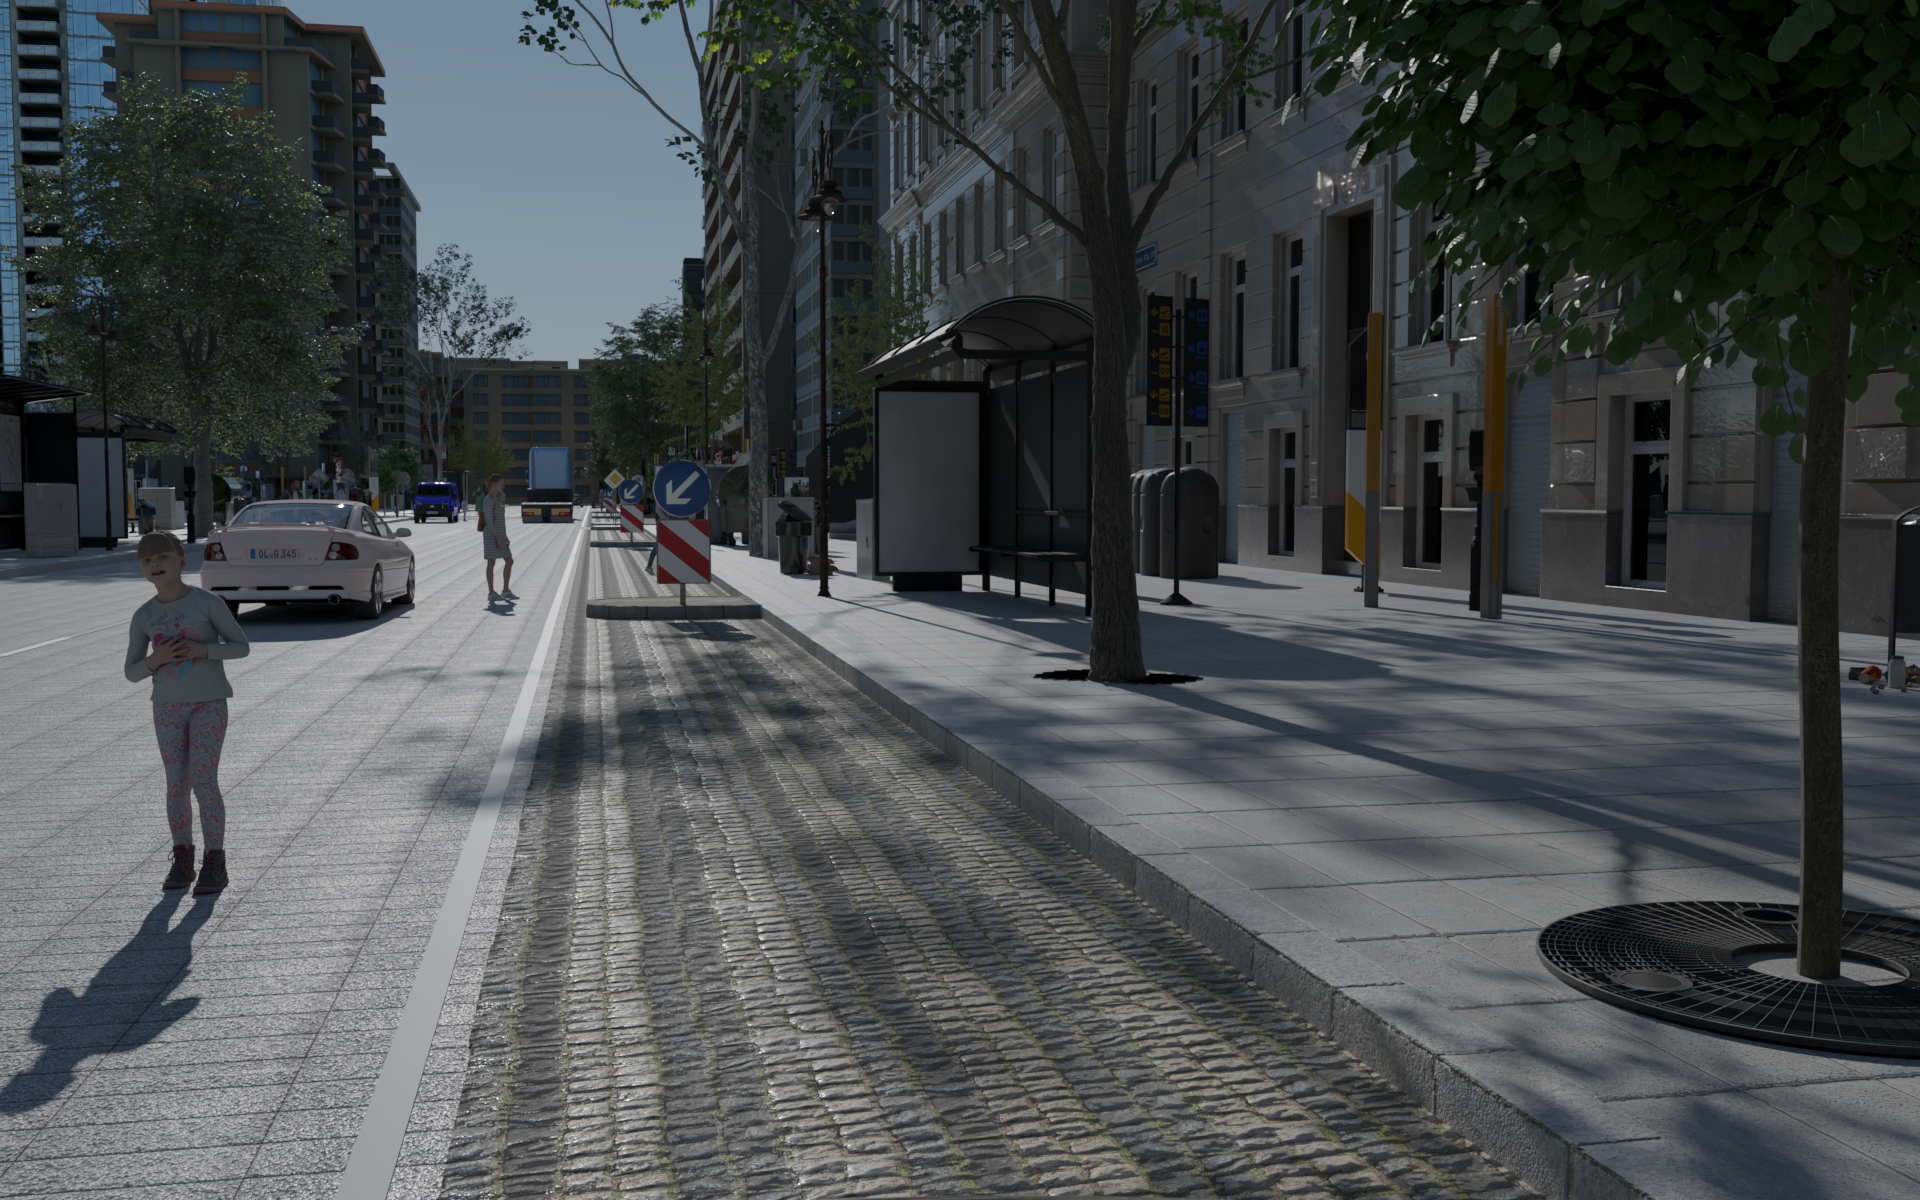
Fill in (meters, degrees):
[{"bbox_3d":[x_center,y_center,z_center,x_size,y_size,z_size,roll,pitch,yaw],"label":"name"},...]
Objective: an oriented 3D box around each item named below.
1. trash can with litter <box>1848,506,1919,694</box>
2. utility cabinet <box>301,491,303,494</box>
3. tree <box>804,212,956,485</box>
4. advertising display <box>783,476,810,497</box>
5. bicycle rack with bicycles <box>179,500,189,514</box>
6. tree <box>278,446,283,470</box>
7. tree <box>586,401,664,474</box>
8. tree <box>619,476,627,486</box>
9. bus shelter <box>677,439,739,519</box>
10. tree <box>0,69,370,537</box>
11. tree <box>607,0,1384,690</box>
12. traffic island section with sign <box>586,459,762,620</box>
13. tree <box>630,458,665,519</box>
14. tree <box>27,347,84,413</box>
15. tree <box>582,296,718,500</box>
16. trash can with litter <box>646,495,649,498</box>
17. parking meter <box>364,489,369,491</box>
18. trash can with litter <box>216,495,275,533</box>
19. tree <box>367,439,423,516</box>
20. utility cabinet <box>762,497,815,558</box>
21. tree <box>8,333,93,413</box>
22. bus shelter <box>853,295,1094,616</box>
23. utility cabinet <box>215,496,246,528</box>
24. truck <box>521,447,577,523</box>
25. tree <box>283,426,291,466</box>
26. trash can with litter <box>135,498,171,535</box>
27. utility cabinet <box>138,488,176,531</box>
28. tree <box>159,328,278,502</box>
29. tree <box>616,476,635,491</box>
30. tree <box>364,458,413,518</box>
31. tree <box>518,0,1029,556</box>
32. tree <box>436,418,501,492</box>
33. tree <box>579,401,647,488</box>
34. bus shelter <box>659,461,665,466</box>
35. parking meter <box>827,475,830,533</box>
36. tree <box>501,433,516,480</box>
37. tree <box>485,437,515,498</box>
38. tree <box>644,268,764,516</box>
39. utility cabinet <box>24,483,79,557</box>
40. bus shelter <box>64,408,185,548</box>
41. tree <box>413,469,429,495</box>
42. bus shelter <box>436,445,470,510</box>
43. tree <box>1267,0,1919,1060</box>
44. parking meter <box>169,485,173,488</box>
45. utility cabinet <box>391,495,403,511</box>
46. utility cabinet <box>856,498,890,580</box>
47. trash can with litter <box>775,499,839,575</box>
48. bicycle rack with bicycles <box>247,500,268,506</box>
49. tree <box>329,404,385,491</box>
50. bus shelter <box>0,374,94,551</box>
[{"bbox_3d":[6.966,-0.035,11.623,2.233,1.210,1.678,0,4,1],"label":"trash can with litter"},{"bbox_3d":[-42.663,-6.294,111.582,1.173,1.500,0.318,2,4,28],"label":"utility cabinet"},{"bbox_3d":[-1.917,-5.828,45.649,4.737,8.622,4.395,0,3,0],"label":"tree"},{"bbox_3d":[-5.892,-3.501,62.453,0.974,1.923,0.123,-1,4,-17],"label":"advertising display"},{"bbox_3d":[-50.711,-5.939,110.491,2.925,0.926,2.852,2,4,28],"label":"bicycle rack with bicycles"},{"bbox_3d":[-39.600,-8.799,94.231,4.360,8.622,3.978,0,3,0],"label":"tree"},{"bbox_3d":[-31.178,-14.132,165.466,7.601,10.594,8.767,2,4,30],"label":"tree"},{"bbox_3d":[-27.257,-9.049,142.552,1.663,3.219,1.824,0,3,0],"label":"tree"},{"bbox_3d":[-9.661,-4.425,66.276,2.014,3.302,5.546,-1,4,-12],"label":"bus shelter"},{"bbox_3d":[-22.673,-8.845,51.269,9.857,13.997,8.962,0,3,0],"label":"tree"},{"bbox_3d":[1.001,-5.259,11.743,9.928,11.665,9.643,0,3,0],"label":"tree"},{"bbox_3d":[-3.447,-0.734,20.631,1.989,1.847,2.006,-1,4,-12],"label":"traffic island section with sign"},{"bbox_3d":[-16.109,-5.894,90.972,1.663,3.219,1.824,0,3,0],"label":"tree"},{"bbox_3d":[-43.739,-8.139,83.436,4.360,8.622,3.978,0,3,0],"label":"tree"},{"bbox_3d":[-20.081,-12.601,112.685,9.857,13.997,8.962,0,3,0],"label":"tree"},{"bbox_3d":[-24.079,-7.345,131.153,2.233,1.210,1.678,-3,5,-44],"label":"trash can with litter"},{"bbox_3d":[-29.393,-4.742,85.943,0.372,1.533,0.369,0,3,0],"label":"parking meter"},{"bbox_3d":[-23.433,-2.719,55.511,1.678,1.210,2.233,1,4,22],"label":"trash can with litter"},{"bbox_3d":[-33.874,-7.344,103.795,4.285,4.588,4.351,0,3,0],"label":"tree"},{"bbox_3d":[-3.464,-1.458,34.994,1.020,1.237,0.306,-2,4,-29],"label":"utility cabinet"},{"bbox_3d":[-53.083,-10.208,101.315,7.601,10.594,8.767,-1,4,-11],"label":"tree"},{"bbox_3d":[0.163,-1.617,20.369,2.014,3.302,5.546,-1,4,-12],"label":"bus shelter"},{"bbox_3d":[-26.697,-3.195,63.400,1.020,1.237,0.306,-3,4,-37],"label":"utility cabinet"},{"bbox_3d":[-22.344,-6.387,94.185,2.967,4.110,18.799,-1,4,-12],"label":"truck"},{"bbox_3d":[-56.797,-11.680,141.338,4.360,8.622,3.978,0,3,0],"label":"tree"},{"bbox_3d":[-25.070,-2.597,53.852,1.055,1.170,0.624,0,4,6],"label":"trash can with litter"},{"bbox_3d":[-27.840,-3.141,60.027,1.173,1.500,0.318,0,4,5],"label":"utility cabinet"},{"bbox_3d":[-32.985,-7.681,75.943,4.360,8.622,3.978,0,3,0],"label":"tree"},{"bbox_3d":[-42.066,-16.147,214.357,4.360,8.622,3.978,0,3,0],"label":"tree"},{"bbox_3d":[-30.812,-6.017,92.973,1.663,3.219,1.824,0,3,0],"label":"tree"},{"bbox_3d":[-4.804,-10.880,33.779,12.611,20.169,13.585,0,3,0],"label":"tree"},{"bbox_3d":[-46.876,-13.009,163.058,4.737,8.622,4.395,0,3,0],"label":"tree"},{"bbox_3d":[-38.240,-17.048,195.739,9.611,12.733,9.660,0,3,0],"label":"tree"},{"bbox_3d":[-16.728,-6.537,100.796,2.014,3.302,5.546,-1,4,-12],"label":"bus shelter"},{"bbox_3d":[-3.792,-2.792,51.363,0.255,1.863,0.399,0,4,6],"label":"parking meter"},{"bbox_3d":[-49.940,-14.109,181.038,4.737,8.622,4.395,0,3,0],"label":"tree"},{"bbox_3d":[-56.583,-15.993,211.855,4.360,8.622,3.978,0,3,0],"label":"tree"},{"bbox_3d":[-8.371,-6.515,56.888,4.737,8.622,4.395,0,3,0],"label":"tree"},{"bbox_3d":[-18.394,-1.615,35.092,0.318,1.500,1.173,1,4,10],"label":"utility cabinet"},{"bbox_3d":[-21.236,-3.045,43.715,2.014,3.302,5.546,-1,4,-12],"label":"bus shelter"},{"bbox_3d":[-35.456,-7.220,112.645,1.663,3.219,1.824,0,3,0],"label":"tree"},{"bbox_3d":[-42.175,-10.185,144.158,2.179,5.291,8.768,-1,4,-12],"label":"bus shelter"},{"bbox_3d":[2.368,-1.273,4.520,4.285,4.588,4.351,0,3,0],"label":"tree"},{"bbox_3d":[-52.750,-6.735,115.828,0.255,1.863,0.399,-1,4,-19],"label":"parking meter"},{"bbox_3d":[-44.061,-7.608,135.555,0.306,1.237,1.020,2,4,30],"label":"utility cabinet"},{"bbox_3d":[-1.322,-0.920,26.199,0.306,1.237,1.020,-1,4,-17],"label":"utility cabinet"},{"bbox_3d":[-2.433,-0.998,27.702,1.055,1.170,0.624,2,4,26],"label":"trash can with litter"},{"bbox_3d":[-41.128,-5.334,100.591,2.925,0.926,2.852,0,4,8],"label":"bicycle rack with bicycles"},{"bbox_3d":[-49.300,-11.711,141.833,4.360,8.622,3.978,0,3,0],"label":"tree"},{"bbox_3d":[-20.156,-2.786,36.830,1.731,3.624,6.357,-1,4,-12],"label":"bus shelter"}]
